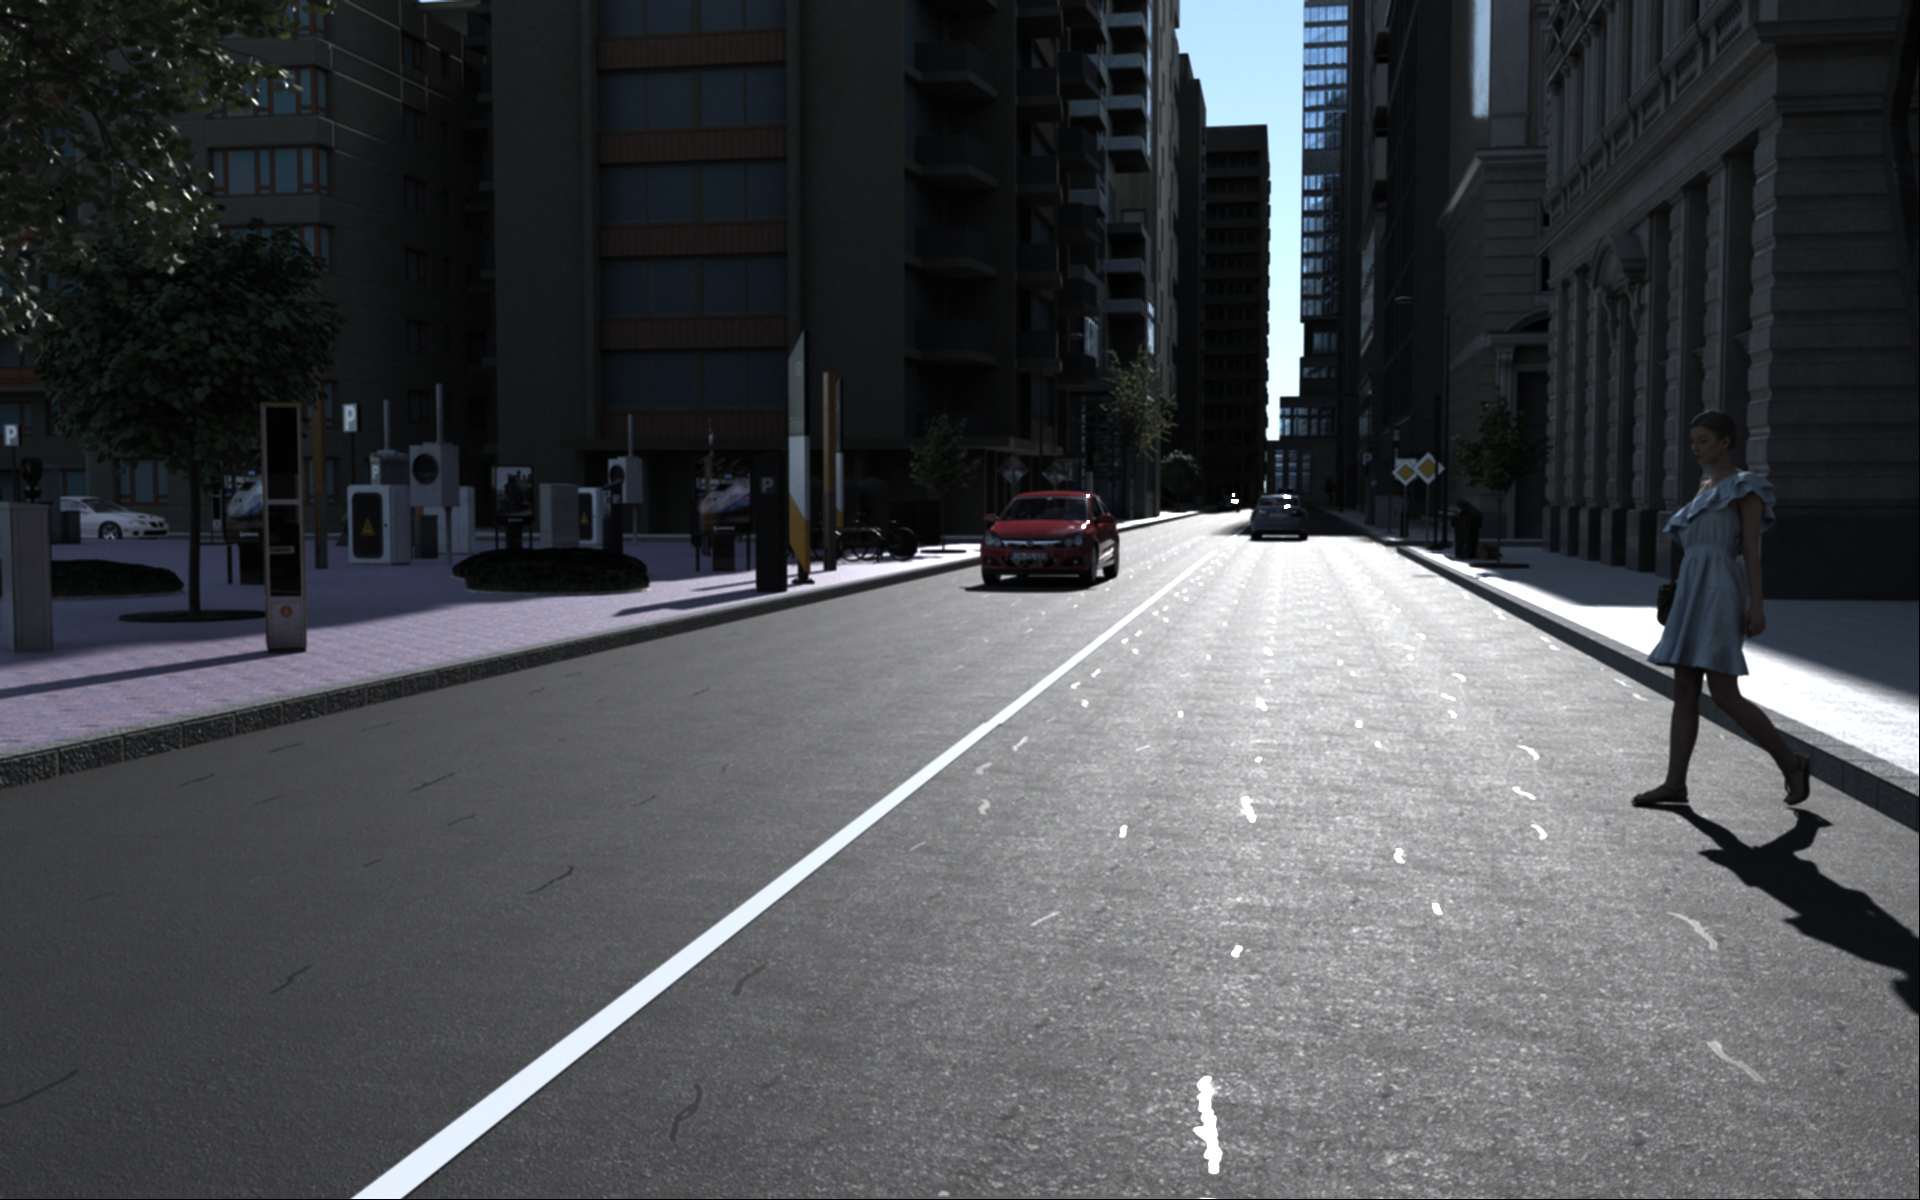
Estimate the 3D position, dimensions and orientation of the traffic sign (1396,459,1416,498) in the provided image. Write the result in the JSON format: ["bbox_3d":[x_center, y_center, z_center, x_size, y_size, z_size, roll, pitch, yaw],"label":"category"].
[{"bbox_3d":[12.830,-2.921,49.884,0.606,2.300,0.079,1,4,11],"label":"traffic sign"}]

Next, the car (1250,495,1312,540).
[{"bbox_3d":[10.343,-2.688,55.949,2.014,1.417,4.499,1,4,12],"label":"car"}]

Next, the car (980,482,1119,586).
[{"bbox_3d":[1.537,-1.197,28.609,2.155,1.783,4.494,1,4,12],"label":"car"}]

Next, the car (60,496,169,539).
[{"bbox_3d":[-25.853,-2.380,51.274,4.827,1.381,2.083,1,4,11],"label":"car"}]

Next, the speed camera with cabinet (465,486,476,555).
[{"bbox_3d":[-11.384,-2.593,36.730,2.038,3.252,0.660,0,4,-6],"label":"speed camera with cabinet"}]

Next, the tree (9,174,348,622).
[{"bbox_3d":[-7.977,-2.085,17.801,4.285,4.588,4.351,0,3,0],"label":"tree"}]

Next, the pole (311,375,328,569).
[{"bbox_3d":[-10.988,-2.193,29.702,0.158,3.312,0.155,0,3,0],"label":"pole"}]

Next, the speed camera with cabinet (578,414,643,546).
[{"bbox_3d":[-8.805,-2.988,43.190,2.038,3.252,0.660,3,4,38],"label":"speed camera with cabinet"}]

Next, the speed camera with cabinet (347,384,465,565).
[{"bbox_3d":[-10.057,-2.257,31.238,2.038,3.252,0.660,1,4,20],"label":"speed camera with cabinet"}]

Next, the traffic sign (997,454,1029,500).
[{"bbox_3d":[1.302,-2.399,42.871,0.795,2.450,0.064,1,4,11],"label":"traffic sign"}]

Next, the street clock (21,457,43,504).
[{"bbox_3d":[-18.203,-1.800,34.006,0.471,2.002,0.358,3,5,40],"label":"street clock"}]

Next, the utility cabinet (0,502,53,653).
[{"bbox_3d":[-7.797,-0.202,14.468,0.306,1.237,1.020,-2,4,-33],"label":"utility cabinet"}]

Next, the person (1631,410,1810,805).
[{"bbox_3d":[3.486,0.038,7.967,0.778,1.811,0.616,0,4,2],"label":"person"}]

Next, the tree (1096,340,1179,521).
[{"bbox_3d":[8.391,-8.152,83.650,4.360,8.622,3.978,0,3,0],"label":"tree"}]

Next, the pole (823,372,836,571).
[{"bbox_3d":[-2.187,-2.153,29.037,0.158,3.312,0.155,0,3,0],"label":"pole"}]

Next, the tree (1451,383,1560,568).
[{"bbox_3d":[9.367,-2.192,30.436,1.663,3.219,1.824,0,3,0],"label":"tree"}]

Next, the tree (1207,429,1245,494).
[{"bbox_3d":[30.289,-15.117,197.516,4.360,8.622,3.978,0,3,0],"label":"tree"}]

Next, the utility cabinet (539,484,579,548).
[{"bbox_3d":[-8.574,-1.740,37.130,0.318,1.500,1.173,1,4,16],"label":"utility cabinet"}]

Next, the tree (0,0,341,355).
[{"bbox_3d":[-7.170,-5.550,8.862,7.486,12.596,7.792,0,3,0],"label":"tree"}]

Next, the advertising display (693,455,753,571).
[{"bbox_3d":[-3.950,-1.447,28.874,0.974,1.923,0.123,-1,4,-17],"label":"advertising display"}]

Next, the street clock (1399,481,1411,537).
[{"bbox_3d":[13.207,-2.867,51.443,0.358,2.002,0.471,0,4,-8],"label":"street clock"}]

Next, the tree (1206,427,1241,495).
[{"bbox_3d":[28.948,-14.723,191.075,4.737,8.622,4.395,0,3,0],"label":"tree"}]

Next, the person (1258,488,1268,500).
[{"bbox_3d":[17.422,-5.567,99.715,0.606,1.804,0.583,0,4,-7],"label":"person"}]

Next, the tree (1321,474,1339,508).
[{"bbox_3d":[34.681,-10.304,163.079,1.663,3.219,1.824,0,3,0],"label":"tree"}]

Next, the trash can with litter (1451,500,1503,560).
[{"bbox_3d":[10.200,-1.389,34.094,0.624,1.170,1.055,-3,4,-37],"label":"trash can with litter"}]

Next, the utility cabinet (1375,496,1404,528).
[{"bbox_3d":[16.069,-3.282,64.822,1.020,1.237,0.306,-1,4,-9],"label":"utility cabinet"}]

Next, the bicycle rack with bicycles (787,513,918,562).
[{"bbox_3d":[-2.270,-1.218,33.299,2.925,0.926,2.852,0,4,1],"label":"bicycle rack with bicycles"}]

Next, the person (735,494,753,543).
[{"bbox_3d":[-6.031,-2.400,48.010,0.573,1.790,0.520,0,4,-4],"label":"person"}]

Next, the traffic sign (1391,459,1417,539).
[{"bbox_3d":[12.557,-2.765,48.851,0.795,2.450,0.064,1,4,11],"label":"traffic sign"}]

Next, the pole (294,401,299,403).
[{"bbox_3d":[-12.651,-2.397,33.027,0.158,3.312,0.155,0,3,0],"label":"pole"}]

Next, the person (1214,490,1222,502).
[{"bbox_3d":[30.714,-12.054,205.218,1.348,1.869,0.705,2,4,33],"label":"person"}]

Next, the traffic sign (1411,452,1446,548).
[{"bbox_3d":[11.069,-2.285,41.005,0.795,2.450,0.064,1,4,11],"label":"traffic sign"}]

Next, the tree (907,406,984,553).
[{"bbox_3d":[-0.245,-2.651,37.951,1.663,3.219,1.824,0,3,0],"label":"tree"}]

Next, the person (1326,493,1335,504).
[{"bbox_3d":[43.154,-11.752,201.476,1.217,1.723,0.721,1,4,20],"label":"person"}]

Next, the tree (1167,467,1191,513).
[{"bbox_3d":[15.350,-7.692,120.362,1.663,3.219,1.824,0,3,0],"label":"tree"}]

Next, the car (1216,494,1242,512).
[{"bbox_3d":[21.539,-7.884,138.688,2.009,1.686,4.222,1,4,10],"label":"car"}]

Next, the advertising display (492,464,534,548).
[{"bbox_3d":[-9.796,-2.004,37.986,0.123,1.923,0.974,3,5,44],"label":"advertising display"}]

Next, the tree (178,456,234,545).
[{"bbox_3d":[-18.879,-3.016,43.906,1.663,3.219,1.824,0,3,0],"label":"tree"}]

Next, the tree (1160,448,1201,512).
[{"bbox_3d":[15.438,-8.543,123.385,4.285,4.588,4.351,0,3,0],"label":"tree"}]

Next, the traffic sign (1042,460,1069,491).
[{"bbox_3d":[2.790,-2.879,50.717,0.795,2.450,0.064,1,4,11],"label":"traffic sign"}]

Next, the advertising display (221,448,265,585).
[{"bbox_3d":[-10.047,-1.182,24.532,0.974,1.923,0.123,2,4,24],"label":"advertising display"}]

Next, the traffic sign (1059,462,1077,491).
[{"bbox_3d":[3.377,-3.202,54.474,0.606,2.300,0.079,1,4,17],"label":"traffic sign"}]
